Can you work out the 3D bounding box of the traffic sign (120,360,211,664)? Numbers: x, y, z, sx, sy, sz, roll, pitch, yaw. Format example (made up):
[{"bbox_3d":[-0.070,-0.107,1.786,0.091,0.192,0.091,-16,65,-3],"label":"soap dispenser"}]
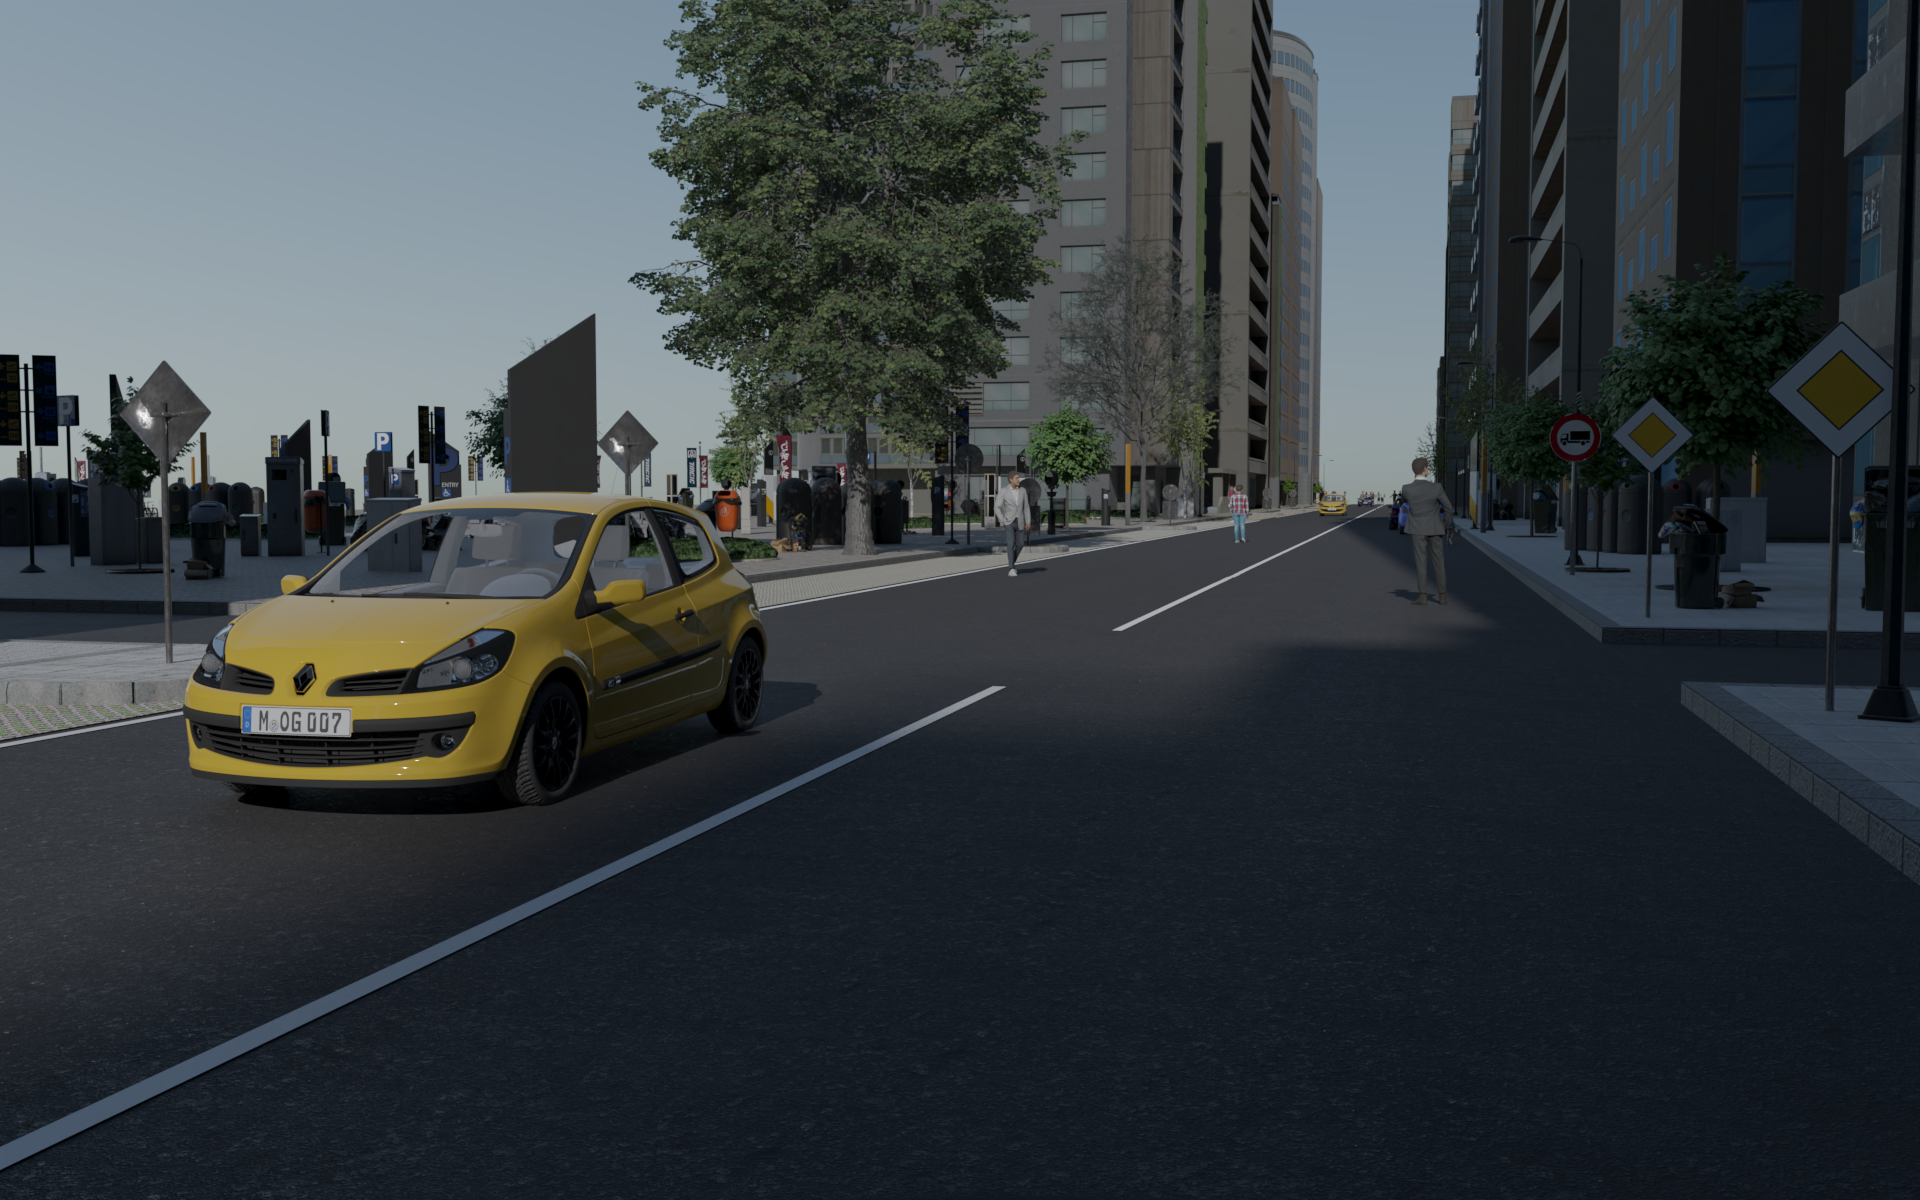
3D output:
[{"bbox_3d":[-5.987,-0.576,13.061,0.795,2.450,0.064,1,4,14],"label":"traffic sign"}]

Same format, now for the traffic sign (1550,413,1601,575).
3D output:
[{"bbox_3d":[9.689,-1.665,27.330,0.768,2.556,0.104,1,4,16],"label":"traffic sign"}]

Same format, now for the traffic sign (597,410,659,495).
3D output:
[{"bbox_3d":[-3.991,-1.049,20.793,0.795,2.450,0.064,1,4,14],"label":"traffic sign"}]

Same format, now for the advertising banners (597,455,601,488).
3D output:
[{"bbox_3d":[-16.538,-4.944,77.030,0.090,3.025,2.074,2,4,24],"label":"advertising banners"}]

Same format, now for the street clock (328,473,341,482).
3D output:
[{"bbox_3d":[-21.074,-3.286,58.299,0.358,2.002,0.471,2,4,24],"label":"street clock"}]

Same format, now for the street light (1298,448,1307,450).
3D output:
[{"bbox_3d":[34.489,-12.429,175.751,1.470,5.913,1.316,1,4,14],"label":"street light"}]

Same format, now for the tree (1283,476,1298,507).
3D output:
[{"bbox_3d":[31.911,-10.658,168.867,1.663,3.219,1.824,0,3,0],"label":"tree"}]

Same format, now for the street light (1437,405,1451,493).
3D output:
[{"bbox_3d":[25.838,-7.218,90.550,1.470,5.913,1.316,1,4,14],"label":"street light"}]

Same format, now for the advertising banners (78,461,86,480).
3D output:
[{"bbox_3d":[-45.170,-5.760,90.368,2.074,3.025,0.090,1,4,19],"label":"advertising banners"}]

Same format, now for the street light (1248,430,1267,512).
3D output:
[{"bbox_3d":[21.391,-9.326,125.024,1.470,5.913,1.316,1,4,14],"label":"street light"}]

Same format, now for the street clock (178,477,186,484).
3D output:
[{"bbox_3d":[-33.468,-4.278,74.520,0.358,2.002,0.471,-1,4,-10],"label":"street clock"}]

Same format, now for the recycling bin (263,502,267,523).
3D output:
[{"bbox_3d":[-21.279,-2.548,54.218,0.722,1.027,0.722,2,4,30],"label":"recycling bin"}]

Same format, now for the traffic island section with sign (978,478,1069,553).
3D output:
[{"bbox_3d":[1.629,-2.084,42.695,1.989,1.847,2.006,1,4,14],"label":"traffic island section with sign"}]

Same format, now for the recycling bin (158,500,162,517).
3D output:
[{"bbox_3d":[-35.797,-4.029,78.420,0.722,1.027,0.722,-3,5,-43],"label":"recycling bin"}]

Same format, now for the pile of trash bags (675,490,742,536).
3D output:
[{"bbox_3d":[-6.488,-1.774,38.765,3.447,1.369,1.912,1,4,16],"label":"pile of trash bags"}]

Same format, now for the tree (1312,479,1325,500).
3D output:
[{"bbox_3d":[46.479,-14.071,224.665,1.663,3.219,1.824,0,3,0],"label":"tree"}]

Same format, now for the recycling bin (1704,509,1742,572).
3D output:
[{"bbox_3d":[12.466,-0.994,28.800,0.722,1.027,0.722,-1,4,-21],"label":"recycling bin"}]

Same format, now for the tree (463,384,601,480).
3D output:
[{"bbox_3d":[-10.549,-3.650,43.393,4.285,4.588,4.351,0,3,0],"label":"tree"}]

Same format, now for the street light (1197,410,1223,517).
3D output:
[{"bbox_3d":[13.807,-7.528,95.625,1.470,5.913,1.316,1,4,14],"label":"street light"}]

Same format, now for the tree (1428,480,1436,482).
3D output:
[{"bbox_3d":[57.940,-13.344,212.768,1.663,3.219,1.824,0,3,0],"label":"tree"}]

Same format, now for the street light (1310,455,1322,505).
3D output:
[{"bbox_3d":[42.287,-14.262,205.732,1.470,5.913,1.316,1,4,14],"label":"street light"}]

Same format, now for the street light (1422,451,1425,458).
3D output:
[{"bbox_3d":[44.894,-11.740,164.491,1.470,5.913,1.316,1,4,14],"label":"street light"}]

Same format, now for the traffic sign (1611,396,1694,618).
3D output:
[{"bbox_3d":[7.135,-0.873,17.910,0.795,2.450,0.064,1,4,14],"label":"traffic sign"}]

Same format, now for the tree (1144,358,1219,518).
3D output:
[{"bbox_3d":[11.892,-8.665,92.032,4.737,8.622,4.395,0,3,0],"label":"tree"}]

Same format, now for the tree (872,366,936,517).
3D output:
[{"bbox_3d":[-2.667,-8.784,93.976,4.737,8.622,4.395,0,3,0],"label":"tree"}]

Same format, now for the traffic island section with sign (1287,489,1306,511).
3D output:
[{"bbox_3d":[27.527,-8.219,143.000,1.989,1.847,2.006,1,4,14],"label":"traffic island section with sign"}]

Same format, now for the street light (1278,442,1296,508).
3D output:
[{"bbox_3d":[29.054,-11.127,154.474,1.470,5.913,1.316,1,4,14],"label":"street light"}]

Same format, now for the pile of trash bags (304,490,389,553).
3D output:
[{"bbox_3d":[-13.042,-1.773,38.745,1.912,1.369,3.447,3,5,45],"label":"pile of trash bags"}]

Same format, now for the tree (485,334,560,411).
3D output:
[{"bbox_3d":[-19.108,-7.859,78.855,4.360,8.622,3.978,0,3,0],"label":"tree"}]

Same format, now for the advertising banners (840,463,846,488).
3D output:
[{"bbox_3d":[-5.931,-6.215,97.796,2.074,3.025,0.090,0,4,8],"label":"advertising banners"}]

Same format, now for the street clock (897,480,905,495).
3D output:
[{"bbox_3d":[-3.056,-5.108,88.091,0.471,2.002,0.358,0,4,-8],"label":"street clock"}]

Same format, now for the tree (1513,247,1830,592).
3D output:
[{"bbox_3d":[10.110,-2.411,23.133,4.285,4.588,4.351,0,3,0],"label":"tree"}]

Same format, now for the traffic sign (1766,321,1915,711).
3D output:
[{"bbox_3d":[5.138,-0.400,10.178,0.795,2.450,0.064,1,4,14],"label":"traffic sign"}]

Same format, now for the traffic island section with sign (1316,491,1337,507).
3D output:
[{"bbox_3d":[41.655,-11.563,197.688,1.989,1.847,2.006,1,4,14],"label":"traffic island section with sign"}]

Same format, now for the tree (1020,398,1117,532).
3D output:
[{"bbox_3d":[3.570,-4.599,58.911,4.285,4.588,4.351,0,3,0],"label":"tree"}]

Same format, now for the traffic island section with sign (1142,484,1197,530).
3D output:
[{"bbox_3d":[8.363,-3.680,68.799,1.989,1.847,2.006,1,4,14],"label":"traffic island section with sign"}]

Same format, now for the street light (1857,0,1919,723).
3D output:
[{"bbox_3d":[4.788,-2.282,9.847,1.470,5.913,1.316,1,4,14],"label":"street light"}]

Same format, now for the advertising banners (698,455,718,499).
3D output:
[{"bbox_3d":[-11.017,-5.037,78.548,0.090,3.025,2.074,3,5,44],"label":"advertising banners"}]

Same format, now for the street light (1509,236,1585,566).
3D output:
[{"bbox_3d":[10.557,-3.586,31.177,1.470,5.913,1.316,1,4,14],"label":"street light"}]

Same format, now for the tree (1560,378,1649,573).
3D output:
[{"bbox_3d":[10.706,-2.081,28.618,1.663,3.219,1.824,0,3,0],"label":"tree"}]

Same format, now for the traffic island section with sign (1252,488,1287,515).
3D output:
[{"bbox_3d":[20.784,-6.622,116.899,1.989,1.847,2.006,1,4,14],"label":"traffic island section with sign"}]

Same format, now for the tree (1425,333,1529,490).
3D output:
[{"bbox_3d":[23.832,-7.849,78.698,4.737,8.622,4.395,0,3,0],"label":"tree"}]

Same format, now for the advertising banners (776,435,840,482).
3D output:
[{"bbox_3d":[-4.584,-3.394,51.673,2.074,3.025,0.090,-2,4,-35],"label":"advertising banners"}]

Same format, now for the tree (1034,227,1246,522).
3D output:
[{"bbox_3d":[8.403,-10.351,79.614,12.009,13.543,11.850,0,3,0],"label":"tree"}]

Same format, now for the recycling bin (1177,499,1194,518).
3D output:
[{"bbox_3d":[12.159,-4.954,93.544,0.722,1.027,0.722,-1,4,-19],"label":"recycling bin"}]

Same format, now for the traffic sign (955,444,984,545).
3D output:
[{"bbox_3d":[0.217,-2.675,43.850,0.768,2.556,0.104,1,4,17],"label":"traffic sign"}]

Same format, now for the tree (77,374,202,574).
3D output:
[{"bbox_3d":[-13.510,-2.053,28.167,1.663,3.219,1.824,0,3,0],"label":"tree"}]

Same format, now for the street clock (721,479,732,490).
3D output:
[{"bbox_3d":[-11.287,-4.841,83.713,0.471,2.002,0.358,-2,4,-35],"label":"street clock"}]

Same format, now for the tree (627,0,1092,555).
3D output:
[{"bbox_3d":[-2.145,-7.915,36.068,9.857,13.997,8.962,0,3,0],"label":"tree"}]

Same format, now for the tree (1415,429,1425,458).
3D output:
[{"bbox_3d":[47.427,-13.573,172.287,4.737,8.622,4.395,0,3,0],"label":"tree"}]

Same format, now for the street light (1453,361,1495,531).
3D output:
[{"bbox_3d":[18.039,-5.386,60.602,1.470,5.913,1.316,1,4,14],"label":"street light"}]

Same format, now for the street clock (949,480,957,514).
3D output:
[{"bbox_3d":[-0.395,-5.261,90.594,0.471,2.002,0.358,-2,4,-31],"label":"street clock"}]

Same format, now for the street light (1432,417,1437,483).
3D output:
[{"bbox_3d":[29.302,-8.050,104.165,1.470,5.913,1.316,1,4,14],"label":"street light"}]

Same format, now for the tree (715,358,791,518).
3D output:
[{"bbox_3d":[-11.152,-8.675,92.203,4.737,8.622,4.395,0,3,0],"label":"tree"}]

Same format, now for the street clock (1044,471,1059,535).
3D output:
[{"bbox_3d":[2.889,-3.061,54.620,0.358,2.002,0.471,-2,4,-33],"label":"street clock"}]

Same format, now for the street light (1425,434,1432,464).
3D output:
[{"bbox_3d":[37.004,-9.896,134.343,1.470,5.913,1.316,1,4,14],"label":"street light"}]

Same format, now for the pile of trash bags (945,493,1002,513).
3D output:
[{"bbox_3d":[0.513,-4.548,84.105,3.447,1.369,1.912,2,4,30],"label":"pile of trash bags"}]

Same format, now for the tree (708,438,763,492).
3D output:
[{"bbox_3d":[-12.754,-6.989,97.988,4.285,4.588,4.351,0,3,0],"label":"tree"}]

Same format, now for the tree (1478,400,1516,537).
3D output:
[{"bbox_3d":[17.174,-4.156,51.668,4.285,4.588,4.351,0,3,0],"label":"tree"}]

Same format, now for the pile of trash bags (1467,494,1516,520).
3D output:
[{"bbox_3d":[26.094,-4.657,85.899,1.912,1.369,3.447,-1,4,-9],"label":"pile of trash bags"}]
